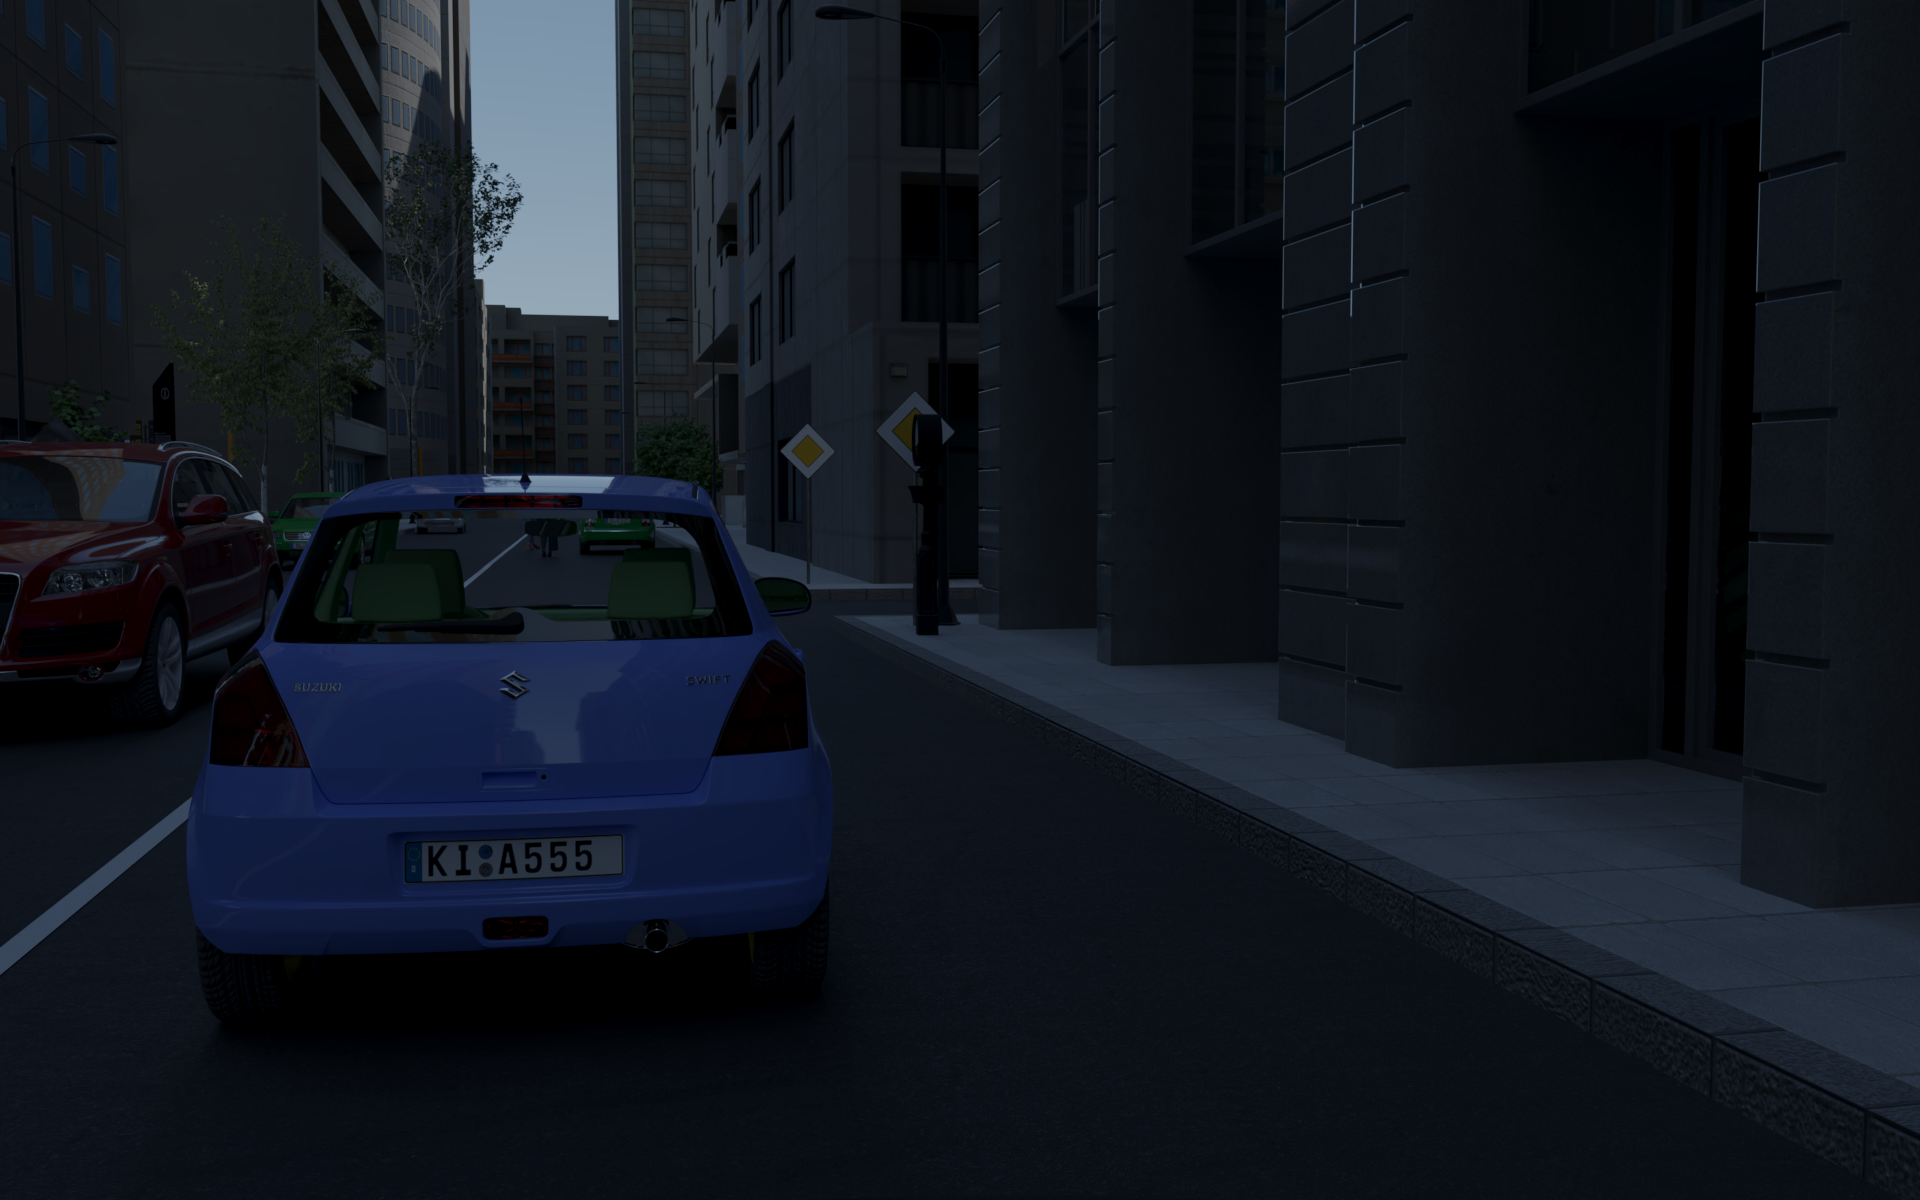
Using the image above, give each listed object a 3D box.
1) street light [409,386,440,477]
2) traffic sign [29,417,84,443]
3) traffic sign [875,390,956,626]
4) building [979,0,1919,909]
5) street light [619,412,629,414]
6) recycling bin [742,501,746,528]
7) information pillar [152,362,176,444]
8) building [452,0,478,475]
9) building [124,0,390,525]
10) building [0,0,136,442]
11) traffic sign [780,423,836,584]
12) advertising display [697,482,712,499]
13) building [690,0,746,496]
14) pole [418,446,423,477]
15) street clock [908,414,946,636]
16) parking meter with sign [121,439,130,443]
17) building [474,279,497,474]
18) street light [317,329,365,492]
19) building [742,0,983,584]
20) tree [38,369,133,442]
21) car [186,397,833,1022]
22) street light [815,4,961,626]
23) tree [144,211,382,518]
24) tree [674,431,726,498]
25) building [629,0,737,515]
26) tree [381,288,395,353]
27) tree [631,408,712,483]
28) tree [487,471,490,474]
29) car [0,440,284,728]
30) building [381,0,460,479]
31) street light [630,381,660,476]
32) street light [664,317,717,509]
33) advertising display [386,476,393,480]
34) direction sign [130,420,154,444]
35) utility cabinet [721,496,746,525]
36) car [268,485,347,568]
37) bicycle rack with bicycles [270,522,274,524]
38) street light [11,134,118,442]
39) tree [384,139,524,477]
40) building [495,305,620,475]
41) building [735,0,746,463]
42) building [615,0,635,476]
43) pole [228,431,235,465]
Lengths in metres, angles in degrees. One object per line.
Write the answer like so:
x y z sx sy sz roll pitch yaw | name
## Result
-23.102 -6.248 74.697 1.470 5.913 1.316 -1 4 -12 | street light
-11.731 -1.156 22.540 0.795 2.450 0.064 -1 4 -12 | traffic sign
-0.438 -0.807 16.831 0.795 2.450 0.064 -1 4 -12 | traffic sign
8.614 -13.797 3.068 11.434 29.767 29.804 -1 4 -12 | building
-18.536 -7.670 97.942 1.470 5.913 1.316 -1 4 -12 | street light
-7.917 -3.310 66.668 0.722 1.027 0.722 1 4 17 | recycling bin
-14.187 -2.422 30.951 0.504 3.616 0.183 2 4 26 | information pillar
-43.791 -29.285 128.921 14.600 45.320 14.200 -1 4 -12 | building
-33.836 -26.945 64.252 21.300 48.544 21.600 -1 4 -12 | building
-24.988 -23.355 31.973 14.600 45.320 14.200 -1 4 -12 | building
-2.163 -1.284 24.629 0.795 2.450 0.064 -1 4 -12 | traffic sign
-10.626 -4.015 70.854 0.974 1.923 0.123 -1 4 -14 | advertising display
-22.727 -37.161 196.824 27.495 52.752 28.713 -1 4 -12 | building
-23.042 -4.902 73.986 0.158 3.312 0.155 0 3 0 | pole
-0.299 -0.683 15.737 0.358 2.002 0.471 -1 4 -9 | street clock
-26.923 -3.597 55.074 1.738 3.016 0.543 2 4 28 | parking meter with sign
-57.090 -18.881 153.751 28.899 21.520 27.650 -1 4 -12 | building
-17.443 -4.663 48.778 1.470 5.913 1.316 -1 4 -12 | street light
6.626 -36.479 34.678 20.611 71.187 20.563 -1 4 -12 | building
-13.684 -1.959 26.639 1.663 3.219 1.824 0 3 0 | tree
-1.453 0.213 6.111 1.945 1.707 3.694 -1 4 -11 | car
-0.691 -2.703 16.727 1.470 5.913 1.316 -1 4 -12 | street light
-18.192 -5.756 44.476 4.737 8.622 4.395 0 3 0 | tree
-7.631 -3.564 52.865 1.663 3.219 1.824 0 3 0 | tree
-14.134 -26.192 111.837 14.154 41.232 14.086 -1 4 -12 | building
-19.387 -6.253 52.592 4.737 8.622 4.395 0 3 0 | tree
-10.881 -5.044 66.184 4.285 4.588 4.351 0 3 0 | tree
-38.657 -9.044 142.462 1.663 3.219 1.824 0 3 0 | tree
-6.172 -0.211 12.118 2.281 1.827 5.304 -1 4 -11 | car
-43.008 -34.528 106.534 21.231 58.520 28.212 -1 4 -12 | building
-12.732 -6.059 71.599 1.470 5.913 1.316 -1 4 -12 | street light
-7.037 -4.475 45.712 1.470 5.913 1.316 -1 4 -12 | street light
-19.953 -3.389 60.631 0.123 1.923 0.974 -1 4 -13 | advertising display
-24.992 -3.744 53.218 0.876 3.537 0.379 -1 4 -18 | direction sign
-9.329 -3.681 71.340 1.020 1.237 0.306 -3 5 -41 | utility cabinet
-12.554 -1.563 34.356 1.959 1.807 4.718 -1 4 -11 | car
-17.500 -1.670 40.686 2.925 0.926 2.852 -2 4 -29 | bicycle rack with bicycles
-11.567 -3.049 22.393 1.470 5.913 1.316 -1 4 -12 | street light
-28.494 -14.093 86.304 12.611 20.169 13.585 0 3 0 | tree
-49.964 -21.121 190.370 28.899 21.520 27.650 -1 4 -12 | building
0.327 -24.799 55.579 14.600 45.320 14.200 -1 4 -12 | building
-20.971 -37.788 159.826 21.231 58.520 28.212 -1 4 -12 | building
-23.683 -3.824 56.370 0.158 3.312 0.155 0 3 0 | pole
